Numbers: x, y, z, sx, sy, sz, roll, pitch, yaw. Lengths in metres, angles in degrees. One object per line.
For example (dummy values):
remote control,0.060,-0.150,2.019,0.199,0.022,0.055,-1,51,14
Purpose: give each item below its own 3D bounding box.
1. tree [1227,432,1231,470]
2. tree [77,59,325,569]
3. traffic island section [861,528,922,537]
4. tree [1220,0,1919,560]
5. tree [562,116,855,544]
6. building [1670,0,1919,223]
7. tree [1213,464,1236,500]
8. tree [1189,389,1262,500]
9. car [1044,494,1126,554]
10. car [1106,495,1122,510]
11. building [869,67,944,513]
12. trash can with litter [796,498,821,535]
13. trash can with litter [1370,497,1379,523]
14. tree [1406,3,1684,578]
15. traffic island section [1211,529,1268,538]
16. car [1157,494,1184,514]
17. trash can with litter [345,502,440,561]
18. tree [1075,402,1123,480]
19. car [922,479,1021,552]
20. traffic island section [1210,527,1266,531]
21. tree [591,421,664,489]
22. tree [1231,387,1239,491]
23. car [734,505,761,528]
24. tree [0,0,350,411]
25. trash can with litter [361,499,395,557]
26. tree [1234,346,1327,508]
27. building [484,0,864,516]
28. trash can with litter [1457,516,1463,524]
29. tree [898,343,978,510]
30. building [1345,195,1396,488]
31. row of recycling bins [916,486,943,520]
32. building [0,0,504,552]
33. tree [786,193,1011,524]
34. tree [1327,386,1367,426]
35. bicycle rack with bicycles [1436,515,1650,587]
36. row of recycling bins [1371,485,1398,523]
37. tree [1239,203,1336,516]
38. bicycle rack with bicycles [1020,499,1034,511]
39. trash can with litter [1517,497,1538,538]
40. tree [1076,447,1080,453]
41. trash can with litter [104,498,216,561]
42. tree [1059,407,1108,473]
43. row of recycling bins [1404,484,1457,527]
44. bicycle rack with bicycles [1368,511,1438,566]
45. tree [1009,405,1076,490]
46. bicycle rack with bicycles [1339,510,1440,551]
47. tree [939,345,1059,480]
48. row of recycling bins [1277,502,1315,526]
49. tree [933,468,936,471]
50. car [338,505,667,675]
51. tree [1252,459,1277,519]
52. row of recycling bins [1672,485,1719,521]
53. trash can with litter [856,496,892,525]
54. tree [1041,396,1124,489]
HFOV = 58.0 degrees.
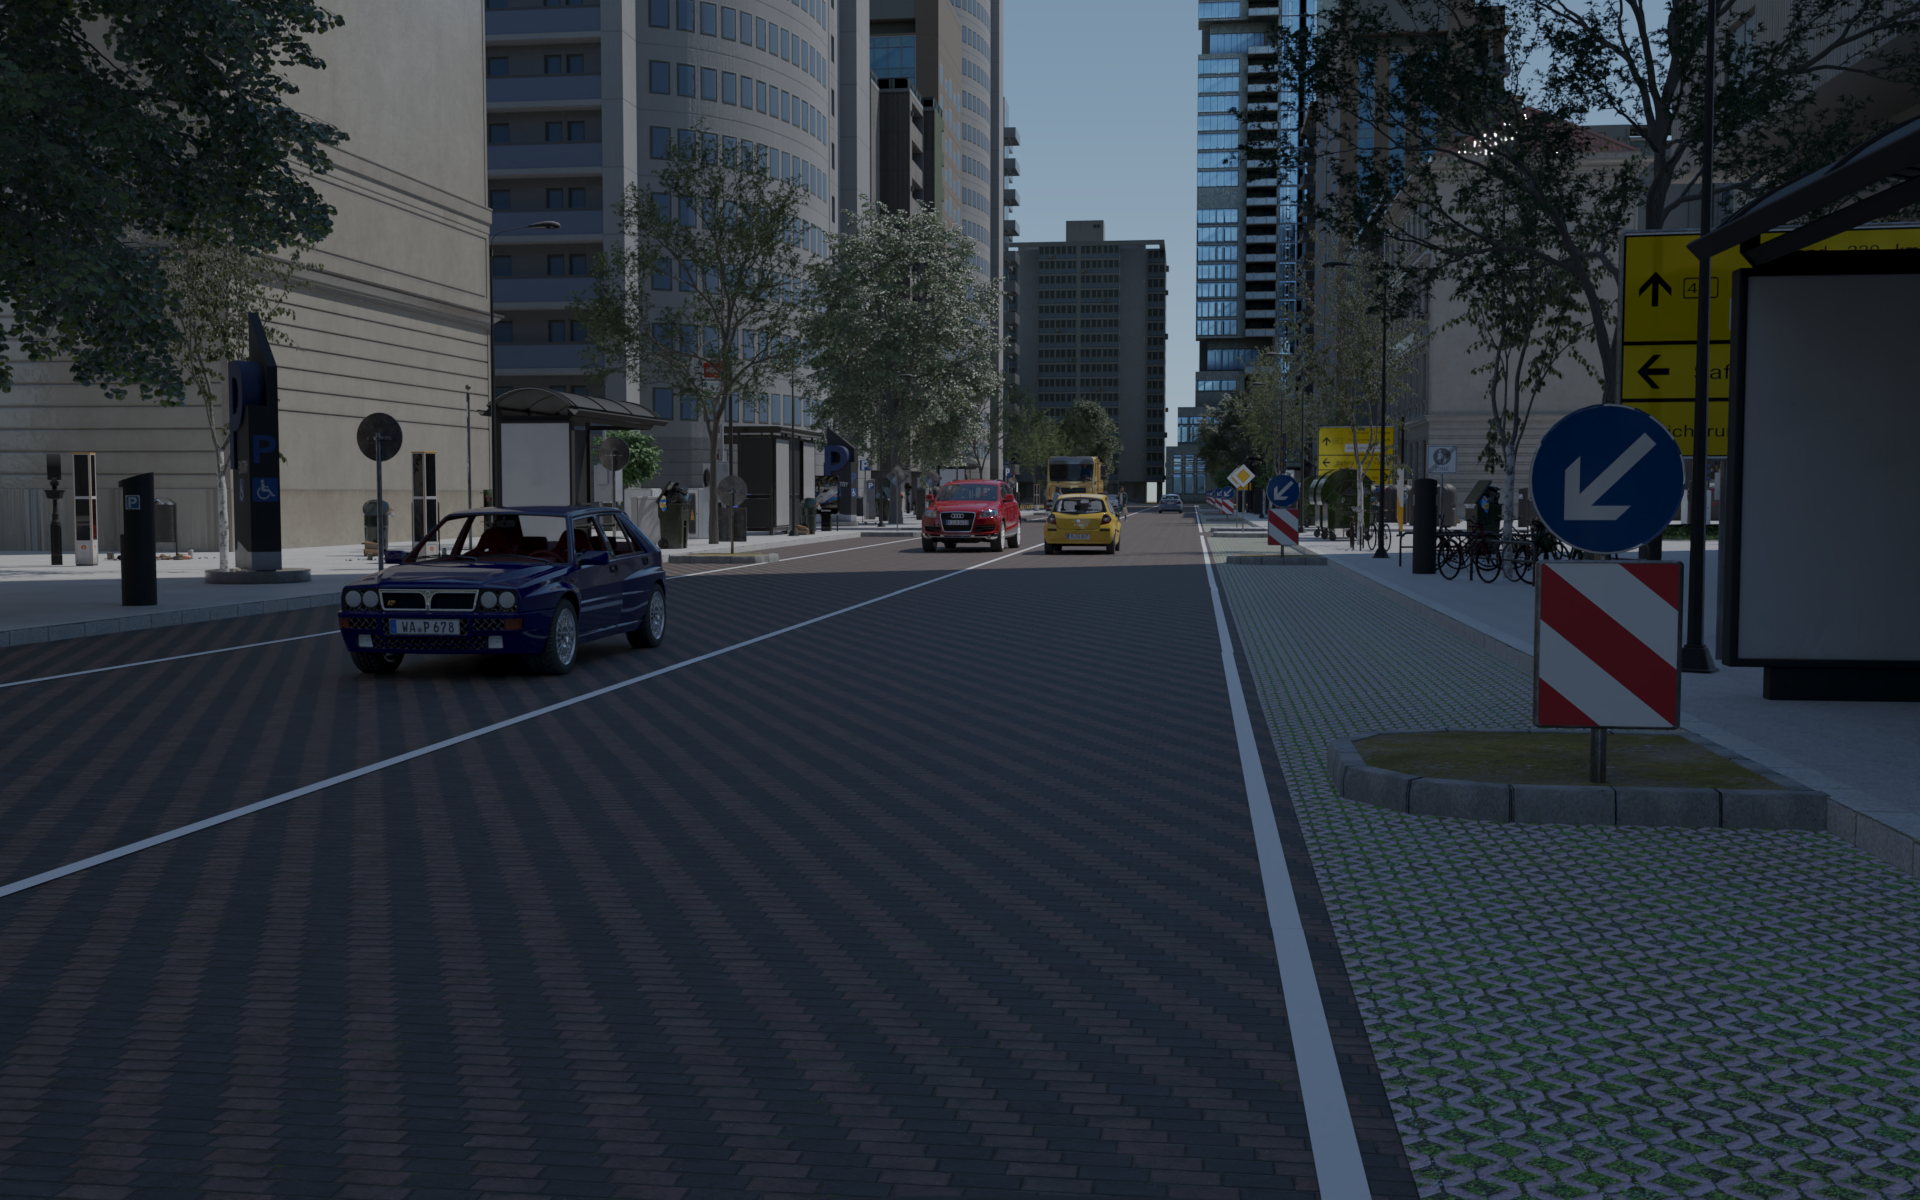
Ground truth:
tree,18.076,-9.242,101.462,4.360,8.622,3.978,0,3,0
tree,-12.674,-4.824,29.229,4.360,8.622,3.978,0,3,0
traffic island section,-2.170,-2.271,59.407,2.009,0.180,2.903,0,4,8
tree,7.077,-5.161,18.793,8.767,10.594,7.601,0,4,-6
tree,-6.479,-6.691,43.806,8.767,10.594,7.601,2,4,23
building,28.444,-26.684,25.530,28.713,52.752,27.495,0,4,8
tree,29.099,-12.523,188.465,4.285,4.588,4.351,0,3,0
tree,32.820,-18.623,211.146,9.857,13.997,8.962,0,3,0
car,3.047,-1.981,42.614,2.015,1.641,3.980,0,4,8
car,13.942,-8.956,158.800,2.083,1.381,4.827,0,4,7
building,-9.019,-21.394,121.494,14.160,30.474,14.107,0,4,8
trash can with litter,-4.782,-2.628,54.353,0.624,1.170,1.055,1,4,10
trash can with litter,16.174,-3.529,69.079,1.055,1.170,0.624,-1,4,-18
tree,8.611,-4.646,26.324,4.360,8.622,3.978,0,3,0
traffic island section,9.467,-2.175,57.845,2.009,0.180,2.903,0,4,8
car,15.605,-7.121,128.424,2.014,1.417,4.499,0,4,7
trash can with litter,-10.848,-1.392,33.814,2.233,1.210,1.678,-2,4,-24
tree,16.506,-18.066,213.507,7.486,12.596,7.792,0,3,0
car,0.348,-2.200,44.648,2.281,1.827,5.304,1,4,9
traffic island section,10.530,-2.659,65.759,2.009,0.180,2.903,0,4,8
tree,-14.518,-5.584,75.012,4.285,4.588,4.351,0,3,0
tree,15.169,-7.989,80.990,4.360,8.622,3.978,0,3,0
car,-9.248,-3.429,65.655,3.694,1.707,1.945,0,4,7
tree,-10.492,-6.778,17.470,9.857,13.997,8.962,0,3,0
trash can with litter,-12.092,-1.503,35.960,0.624,1.170,1.055,-1,4,-13
tree,15.458,-8.275,85.654,4.737,8.622,4.395,0,3,0
building,-17.701,-33.607,91.478,21.231,58.520,28.212,0,4,8
trash can with litter,21.284,-3.911,75.335,1.055,1.170,0.624,0,4,-6
tree,-1.379,-8.100,82.801,4.737,8.622,4.395,0,3,0
building,35.728,-18.586,122.942,14.314,24.678,30.058,0,4,8
row of recycling bins,-1.169,-4.877,86.854,1.069,1.692,3.534,2,4,24
building,-29.222,-13.050,46.659,30.059,22.955,16.112,0,4,8
tree,-2.675,-10.278,74.703,9.857,13.997,8.962,0,3,0
tree,24.370,-9.948,113.013,4.737,8.622,4.395,0,3,0
bicycle rack with bicycles,8.541,-0.701,24.839,2.852,0.926,2.925,-1,4,-11
row of recycling bins,19.348,-4.355,78.322,1.069,1.692,3.534,-1,4,-21
tree,9.959,-5.686,43.322,4.360,8.622,3.978,0,3,0
bicycle rack with bicycles,4.235,-7.100,129.472,2.852,0.926,2.925,1,4,23
trash can with litter,17.261,-2.436,50.893,2.233,1.210,1.678,-2,4,-25
tree,8.942,-12.921,161.620,4.737,8.622,4.395,0,3,0
trash can with litter,-15.929,-1.395,33.865,2.233,1.210,1.678,0,4,-2
tree,12.447,-15.370,185.711,7.601,10.594,8.767,2,4,30
row of recycling bins,18.998,-3.829,69.714,1.069,1.692,3.534,0,4,-6
bicycle rack with bicycles,8.905,-1.000,29.736,2.925,0.926,2.852,0,4,-2
tree,5.995,-11.683,141.386,4.737,8.622,4.395,0,3,0
bicycle rack with bicycles,9.938,-1.599,39.520,2.852,0.926,2.925,1,4,16
tree,1.432,-10.463,105.490,8.767,10.594,7.601,0,4,2
row of recycling bins,13.795,-3.816,69.499,1.069,1.692,3.534,3,5,42
tree,-1.595,-7.291,113.816,1.663,3.219,1.824,0,3,0
car,-3.823,-0.149,15.013,1.945,1.354,3.894,0,4,7
tree,16.299,-5.875,90.659,1.663,3.219,1.824,0,3,0
row of recycling bins,35.804,-4.663,83.350,3.534,1.692,1.069,1,4,15
trash can with litter,-3.970,-3.759,72.516,2.233,1.210,1.678,1,4,13
tree,14.464,-17.428,201.955,9.611,12.733,9.660,0,3,0
